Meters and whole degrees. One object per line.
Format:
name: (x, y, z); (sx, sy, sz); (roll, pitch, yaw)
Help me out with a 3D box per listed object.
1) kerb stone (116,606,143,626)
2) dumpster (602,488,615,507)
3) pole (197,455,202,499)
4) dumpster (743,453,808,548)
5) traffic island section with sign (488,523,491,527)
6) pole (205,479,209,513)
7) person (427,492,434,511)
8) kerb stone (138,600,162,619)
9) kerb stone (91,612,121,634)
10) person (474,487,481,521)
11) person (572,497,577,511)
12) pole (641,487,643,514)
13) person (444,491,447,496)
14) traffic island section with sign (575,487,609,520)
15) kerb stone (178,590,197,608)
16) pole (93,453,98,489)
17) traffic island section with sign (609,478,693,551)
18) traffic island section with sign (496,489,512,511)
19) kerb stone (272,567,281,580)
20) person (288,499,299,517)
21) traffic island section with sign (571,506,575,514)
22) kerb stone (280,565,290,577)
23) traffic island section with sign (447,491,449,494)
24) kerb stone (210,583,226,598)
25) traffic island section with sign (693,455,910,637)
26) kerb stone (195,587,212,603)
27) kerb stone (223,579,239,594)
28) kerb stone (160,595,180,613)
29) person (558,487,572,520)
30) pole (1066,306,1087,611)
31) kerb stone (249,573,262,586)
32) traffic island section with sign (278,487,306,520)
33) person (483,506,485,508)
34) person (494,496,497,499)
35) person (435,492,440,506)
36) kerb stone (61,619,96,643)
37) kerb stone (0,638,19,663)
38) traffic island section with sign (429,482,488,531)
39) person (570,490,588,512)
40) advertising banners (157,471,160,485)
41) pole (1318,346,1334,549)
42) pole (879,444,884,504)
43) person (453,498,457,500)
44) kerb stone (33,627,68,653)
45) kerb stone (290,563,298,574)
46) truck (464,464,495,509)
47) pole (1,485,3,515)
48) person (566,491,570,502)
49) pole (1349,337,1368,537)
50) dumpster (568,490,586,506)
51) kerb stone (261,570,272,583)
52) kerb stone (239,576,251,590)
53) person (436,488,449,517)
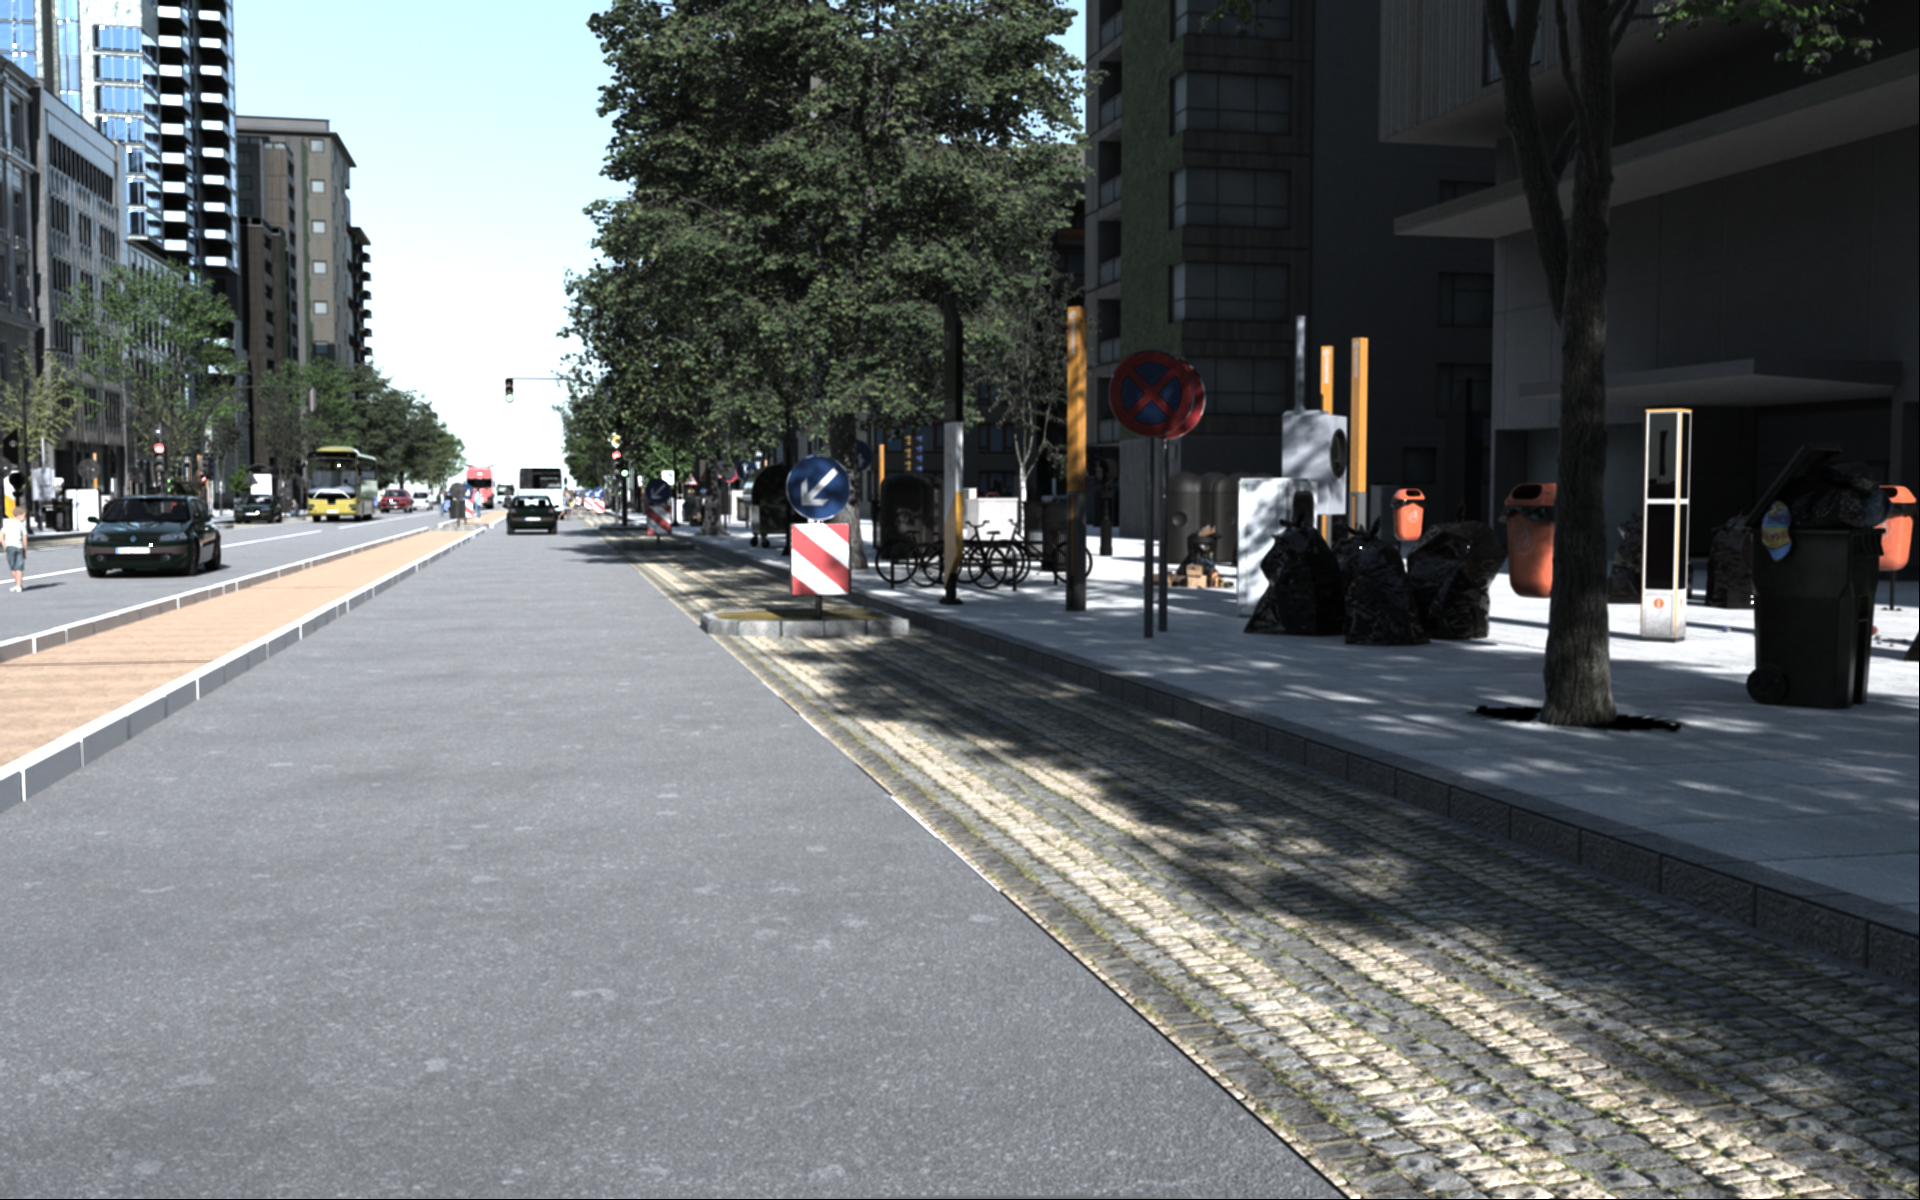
kerb stone: (-9.168, 0.197, 18.980); (0.120, 0.150, 1.000); (-1, 4, -13)
dumpster: (-29.502, -8.580, 146.044); (1.264, 1.857, 1.865); (-1, 4, -13)
pole: (-39.295, -5.851, 89.511); (0.158, 3.312, 0.155); (0, 3, 0)
dumpster: (-4.359, -2.391, 41.589); (1.502, 2.255, 1.985); (-1, 4, -13)
traffic island section with sign: (-21.267, -4.065, 74.593); (2.006, 1.907, 1.989); (-1, 4, -13)
pole: (-41.137, -6.158, 94.519); (0.158, 3.312, 0.155); (0, 3, 0)
person: (-44.289, -8.234, 144.944); (0.330, 1.601, 0.589); (3, 5, 43)
kerb stone: (-9.405, 0.136, 19.974); (0.120, 0.150, 1.000); (-1, 4, -13)
kerb stone: (-8.932, 0.260, 17.985); (0.120, 0.150, 1.000); (-1, 4, -13)
person: (-25.703, -5.115, 92.395); (0.793, 1.790, 0.793); (-2, 4, -28)
person: (-28.993, -7.161, 130.265); (0.352, 1.250, 0.332); (-1, 4, -11)
pole: (-20.660, -7.276, 112.810); (0.158, 3.312, 0.155); (0, 3, 0)
person: (-45.403, -8.768, 152.572); (0.721, 1.743, 1.217); (3, 4, 38)
traffic island section with sign: (-20.528, -5.454, 97.804); (1.989, 1.847, 2.006); (-1, 4, -13)
kerb stone: (-9.872, 0.014, 21.965); (0.120, 0.150, 1.000); (-1, 4, -13)
pole: (-42.913, -5.637, 86.012); (0.158, 3.312, 0.155); (0, 3, 0)
traffic island section with sign: (-7.903, -2.194, 44.502); (1.989, 1.847, 2.006); (-1, 4, -13)
traffic island section with sign: (-38.578, -8.537, 147.718); (2.006, 1.907, 1.989); (-1, 4, -13)
kerb stone: (-11.529, -0.413, 28.947); (0.120, 0.150, 1.000); (-1, 4, -13)
person: (-38.565, -5.275, 100.240); (1.012, 1.151, 0.738); (3, 5, 43)
traffic island section with sign: (-26.718, -7.059, 124.041); (1.989, 1.847, 2.006); (-1, 4, -13)
kerb stone: (-11.760, -0.474, 29.943); (0.120, 0.150, 1.000); (-1, 4, -13)
traffic island section with sign: (-73.393, -14.694, 248.873); (1.989, 1.847, 2.006); (-1, 4, -13)
kerb stone: (-10.350, -0.103, 23.963); (0.120, 0.150, 1.000); (-1, 4, -13)
traffic island section with sign: (-1.704, -0.590, 18.267); (1.989, 1.847, 2.006); (-1, 4, -13)
kerb stone: (-10.116, -0.047, 22.966); (0.120, 0.150, 1.000); (-1, 4, -13)
kerb stone: (-10.581, -0.169, 24.959); (0.120, 0.150, 1.000); (-1, 4, -13)
kerb stone: (-9.644, 0.077, 20.968); (0.120, 0.150, 1.000); (-1, 4, -13)
person: (-21.513, -5.251, 94.444); (0.778, 1.811, 0.616); (-2, 4, -35)
pole: (1.274, -1.534, 18.930); (0.158, 3.312, 0.155); (0, 3, 0)
kerb stone: (-11.053, -0.291, 26.959); (0.120, 0.150, 1.000); (-1, 4, -13)
traffic island section with sign: (-36.920, -5.265, 94.715); (1.989, 1.847, 2.006); (-1, 4, -13)
person: (-49.069, -10.431, 178.984); (1.348, 1.831, 0.705); (-2, 4, -24)
person: (-47.520, -10.197, 175.160); (1.348, 1.831, 0.705); (-2, 4, -24)
person: (-62.091, -12.060, 206.475); (0.721, 1.735, 1.217); (3, 4, 37)
kerb stone: (-8.695, 0.318, 16.990); (0.120, 0.150, 1.000); (-1, 4, -13)
kerb stone: (-8.241, 0.440, 14.997); (0.120, 0.150, 1.000); (-1, 4, -13)
traffic island section with sign: (-19.570, -3.624, 67.382); (2.006, 1.907, 1.989); (-1, 4, -13)
person: (-30.994, -8.098, 141.121); (1.509, 1.804, 0.699); (-1, 4, -18)
advertising banners: (-55.353, -7.672, 121.626); (2.074, 3.025, 0.090); (-1, 4, -15)
pole: (5.060, -1.842, 23.952); (0.158, 3.312, 0.155); (0, 3, 0)
pole: (-3.206, -4.712, 70.888); (0.158, 3.312, 0.155); (0, 3, 0)
person: (-29.464, -5.658, 101.356); (0.624, 1.780, 0.694); (0, 4, 0)
kerb stone: (-8.462, 0.384, 15.995); (0.120, 0.150, 1.000); (-1, 4, -13)
kerb stone: (-12.000, -0.535, 30.937); (0.120, 0.150, 1.000); (-1, 4, -13)
truck: (-46.111, -10.861, 166.488); (2.839, 4.237, 11.283); (-1, 4, -14)
pole: (-32.854, -3.995, 59.168); (0.158, 3.312, 0.155); (0, 3, 0)
person: (-33.516, -8.473, 147.789); (0.466, 1.731, 0.760); (-1, 4, -22)
pole: (5.216, -1.764, 22.690); (0.158, 3.312, 0.155); (0, 3, 0)
dumpster: (-38.863, -10.254, 175.864); (1.865, 1.857, 1.264); (-1, 4, -11)
kerb stone: (-11.291, -0.349, 27.953); (0.120, 0.150, 1.000); (-1, 4, -13)
kerb stone: (-10.810, -0.230, 25.955); (0.120, 0.150, 1.000); (-1, 4, -13)
person: (-31.825, -5.962, 106.333); (0.721, 1.781, 0.623); (3, 4, 37)
